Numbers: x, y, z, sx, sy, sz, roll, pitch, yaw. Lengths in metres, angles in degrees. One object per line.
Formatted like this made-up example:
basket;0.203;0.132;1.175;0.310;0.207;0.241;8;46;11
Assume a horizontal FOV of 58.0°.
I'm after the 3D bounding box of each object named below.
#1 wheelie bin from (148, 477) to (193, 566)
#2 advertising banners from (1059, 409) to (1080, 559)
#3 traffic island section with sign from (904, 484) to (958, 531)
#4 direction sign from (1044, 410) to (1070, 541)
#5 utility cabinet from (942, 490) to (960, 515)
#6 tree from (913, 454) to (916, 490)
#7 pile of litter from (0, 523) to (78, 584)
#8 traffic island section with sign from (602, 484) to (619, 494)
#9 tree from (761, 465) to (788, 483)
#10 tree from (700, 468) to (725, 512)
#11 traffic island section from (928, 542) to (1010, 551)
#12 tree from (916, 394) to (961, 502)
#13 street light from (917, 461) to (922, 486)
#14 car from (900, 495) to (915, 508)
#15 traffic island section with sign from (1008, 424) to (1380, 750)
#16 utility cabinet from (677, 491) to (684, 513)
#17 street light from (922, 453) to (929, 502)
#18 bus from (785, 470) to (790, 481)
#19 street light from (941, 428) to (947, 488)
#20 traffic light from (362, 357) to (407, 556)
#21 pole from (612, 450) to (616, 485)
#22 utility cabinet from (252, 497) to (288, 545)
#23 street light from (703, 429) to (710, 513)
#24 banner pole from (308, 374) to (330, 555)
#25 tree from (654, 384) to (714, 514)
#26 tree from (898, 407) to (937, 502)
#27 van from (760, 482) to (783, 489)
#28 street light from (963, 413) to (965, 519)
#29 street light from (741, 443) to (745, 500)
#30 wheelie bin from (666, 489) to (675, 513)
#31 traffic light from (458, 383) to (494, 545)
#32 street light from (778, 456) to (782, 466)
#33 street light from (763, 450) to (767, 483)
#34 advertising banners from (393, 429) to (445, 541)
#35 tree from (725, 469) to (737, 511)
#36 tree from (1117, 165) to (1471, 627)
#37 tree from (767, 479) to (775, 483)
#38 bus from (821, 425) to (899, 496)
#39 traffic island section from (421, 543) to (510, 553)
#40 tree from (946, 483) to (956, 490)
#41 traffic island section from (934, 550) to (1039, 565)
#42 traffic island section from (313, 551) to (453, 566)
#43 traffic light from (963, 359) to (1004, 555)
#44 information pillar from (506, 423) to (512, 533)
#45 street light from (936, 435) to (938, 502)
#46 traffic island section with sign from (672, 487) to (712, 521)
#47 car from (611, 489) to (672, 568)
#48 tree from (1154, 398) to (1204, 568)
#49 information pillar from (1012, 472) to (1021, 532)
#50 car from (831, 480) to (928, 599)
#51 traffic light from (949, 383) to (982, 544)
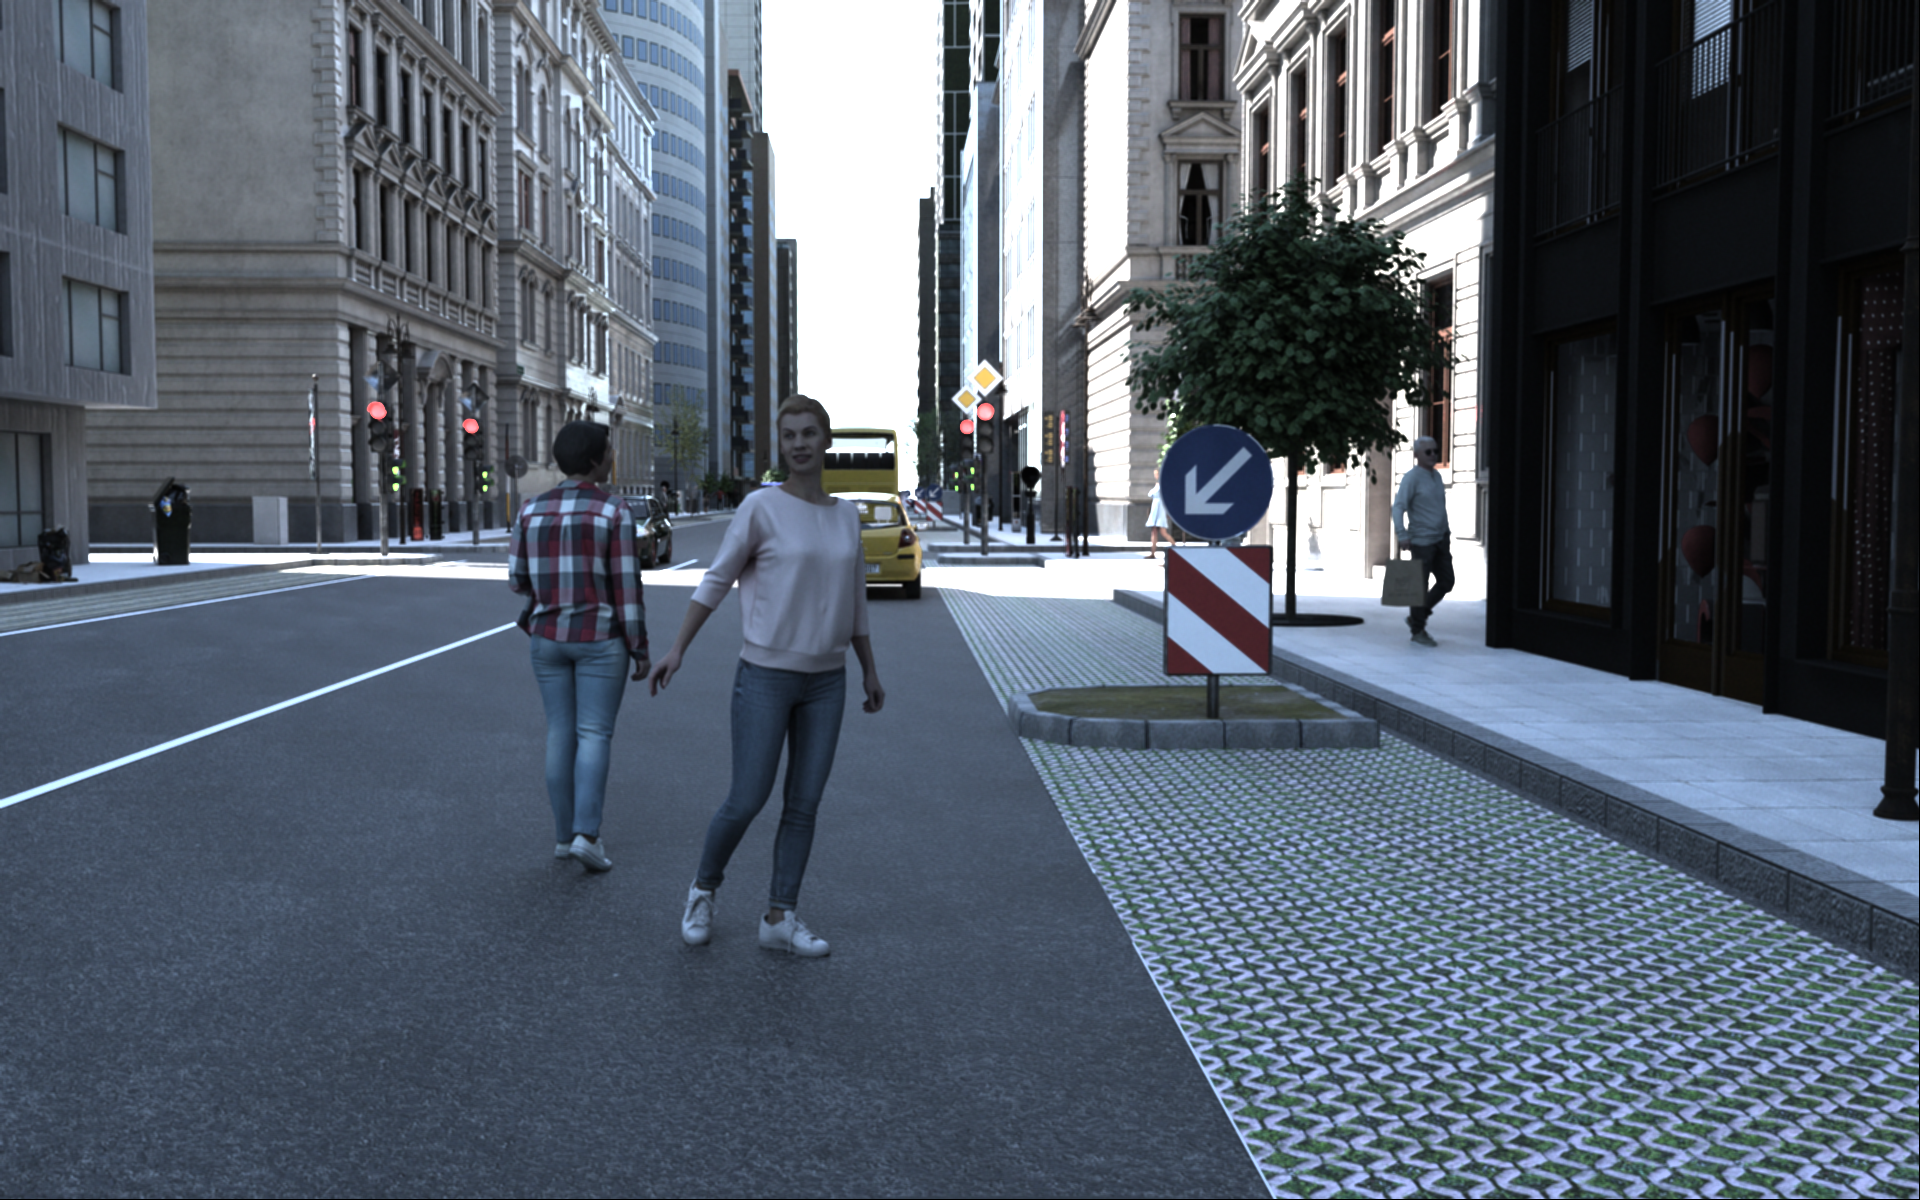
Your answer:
wheelie bin;-14.296;-1.437;31.406;0.693;1.594;0.980;-2;4;-33
advertising banners;2.219;-2.386;35.193;0.090;3.025;2.074;0;4;-6
traffic island section with sign;-1.125;-3.578;67.131;1.989;1.847;2.006;0;4;-2
direction sign;2.633;-3.378;47.230;0.876;3.537;0.379;3;5;41
utility cabinet;-0.523;-5.921;105.488;1.173;1.500;0.318;0;4;4
tree;-4.154;-16.141;214.271;4.360;8.622;3.978;0;3;0
pile of litter;-13.515;-0.695;25.324;1.176;0.858;1.719;-1;4;-17
traffic island section with sign;-13.195;-3.469;65.343;1.989;1.847;2.006;0;4;-2
tree;-20.777;-12.948;195.418;4.285;4.588;4.351;0;3;0
tree;-18.201;-8.068;126.509;1.663;3.219;1.824;0;3;0
traffic island section;0.190;-1.345;44.266;2.009;0.180;2.903;0;4;-2
tree;-0.929;-10.712;125.502;4.360;8.622;3.978;0;3;0
street light;-4.394;-13.589;194.971;0.468;5.910;1.993;0;4;-2
car;-4.633;-8.526;151.984;1.945;1.354;3.894;0;4;-1
traffic island section with sign;1.317;-0.121;10.601;1.989;1.847;2.006;0;4;-2
utility cabinet;-18.589;-6.494;114.849;0.318;1.500;1.173;0;4;0
street light;-3.129;-11.785;165.478;0.468;5.910;1.993;0;4;-2
bus;-13.994;-10.023;155.420;2.896;3.916;12.252;0;4;-3
street light;-1.083;-8.940;118.962;0.468;5.910;1.993;0;4;-2
traffic light;-11.853;-2.856;35.622;0.839;4.253;0.868;0;4;-2
pole;-16.042;-5.296;80.426;0.158;3.312;0.155;0;3;0
utility cabinet;-17.352;-1.984;43.593;1.020;1.237;0.306;2;4;31
street light;-17.661;-9.018;120.236;0.468;5.910;1.993;0;4;-2
banner pole;-13.462;-2.821;36.135;0.401;3.779;0.863;0;4;-7
tree;-17.993;-9.995;113.786;4.737;8.622;4.395;0;3;0
tree;-3.597;-17.091;205.199;9.928;11.665;9.643;0;3;0
van;-9.342;-5.182;89.114;2.240;2.365;5.245;0;4;-2
street light;0.239;-7.157;89.812;0.468;5.910;1.993;0;4;-2
street light;-18.761;-10.830;149.858;0.468;5.910;1.993;0;4;-2
wheelie bin;-19.665;-6.743;118.151;0.693;1.594;0.980;2;4;34
traffic light;-12.199;-3.344;43.600;0.839;4.253;0.868;0;4;-2
street light;-21.168;-14.124;203.716;0.468;5.910;1.993;0;4;-2
street light;-20.104;-12.613;179.007;0.468;5.910;1.993;0;4;-2
advertising banners;-14.846;-3.129;47.354;0.090;3.025;2.074;2;4;24
tree;-18.217;-8.581;134.899;1.663;3.219;1.824;0;3;0
tree;3.396;-2.052;17.271;4.285;4.588;4.351;0;3;0
tree;-20.773;-11.940;189.827;1.663;3.219;1.824;0;3;0
bus;-3.609;-4.237;60.827;2.896;3.916;12.252;0;4;-4
traffic island section;-12.240;-1.312;43.733;2.009;0.180;2.903;0;4;-2
tree;-0.073;-7.747;121.271;1.663;3.219;1.824;0;3;0
traffic island section;0.536;-0.857;36.288;2.009;0.180;2.903;0;4;-2
traffic island section;-11.893;-0.824;35.755;2.009;0.180;2.903;0;4;-2
traffic light;0.496;-2.890;36.172;0.839;4.253;0.868;0;4;-2
information pillar;-14.910;-4.023;57.123;0.183;3.616;0.504;-1;4;-12
street light;-1.770;-10.003;136.329;0.468;5.910;1.993;0;4;-2
traffic island section with sign;-14.387;-5.162;93.025;1.989;1.847;2.006;0;4;-2
car;-6.799;-1.515;34.558;2.009;1.686;4.222;0;4;-3
tree;3.860;-2.169;30.062;1.663;3.219;1.824;0;3;0
information pillar;1.898;-3.290;58.281;0.304;2.012;0.304;0;4;-1
car;-1.447;-0.909;25.090;2.015;1.641;3.980;0;4;-3
traffic light;0.150;-3.378;44.150;0.839;4.253;0.868;0;4;-2
